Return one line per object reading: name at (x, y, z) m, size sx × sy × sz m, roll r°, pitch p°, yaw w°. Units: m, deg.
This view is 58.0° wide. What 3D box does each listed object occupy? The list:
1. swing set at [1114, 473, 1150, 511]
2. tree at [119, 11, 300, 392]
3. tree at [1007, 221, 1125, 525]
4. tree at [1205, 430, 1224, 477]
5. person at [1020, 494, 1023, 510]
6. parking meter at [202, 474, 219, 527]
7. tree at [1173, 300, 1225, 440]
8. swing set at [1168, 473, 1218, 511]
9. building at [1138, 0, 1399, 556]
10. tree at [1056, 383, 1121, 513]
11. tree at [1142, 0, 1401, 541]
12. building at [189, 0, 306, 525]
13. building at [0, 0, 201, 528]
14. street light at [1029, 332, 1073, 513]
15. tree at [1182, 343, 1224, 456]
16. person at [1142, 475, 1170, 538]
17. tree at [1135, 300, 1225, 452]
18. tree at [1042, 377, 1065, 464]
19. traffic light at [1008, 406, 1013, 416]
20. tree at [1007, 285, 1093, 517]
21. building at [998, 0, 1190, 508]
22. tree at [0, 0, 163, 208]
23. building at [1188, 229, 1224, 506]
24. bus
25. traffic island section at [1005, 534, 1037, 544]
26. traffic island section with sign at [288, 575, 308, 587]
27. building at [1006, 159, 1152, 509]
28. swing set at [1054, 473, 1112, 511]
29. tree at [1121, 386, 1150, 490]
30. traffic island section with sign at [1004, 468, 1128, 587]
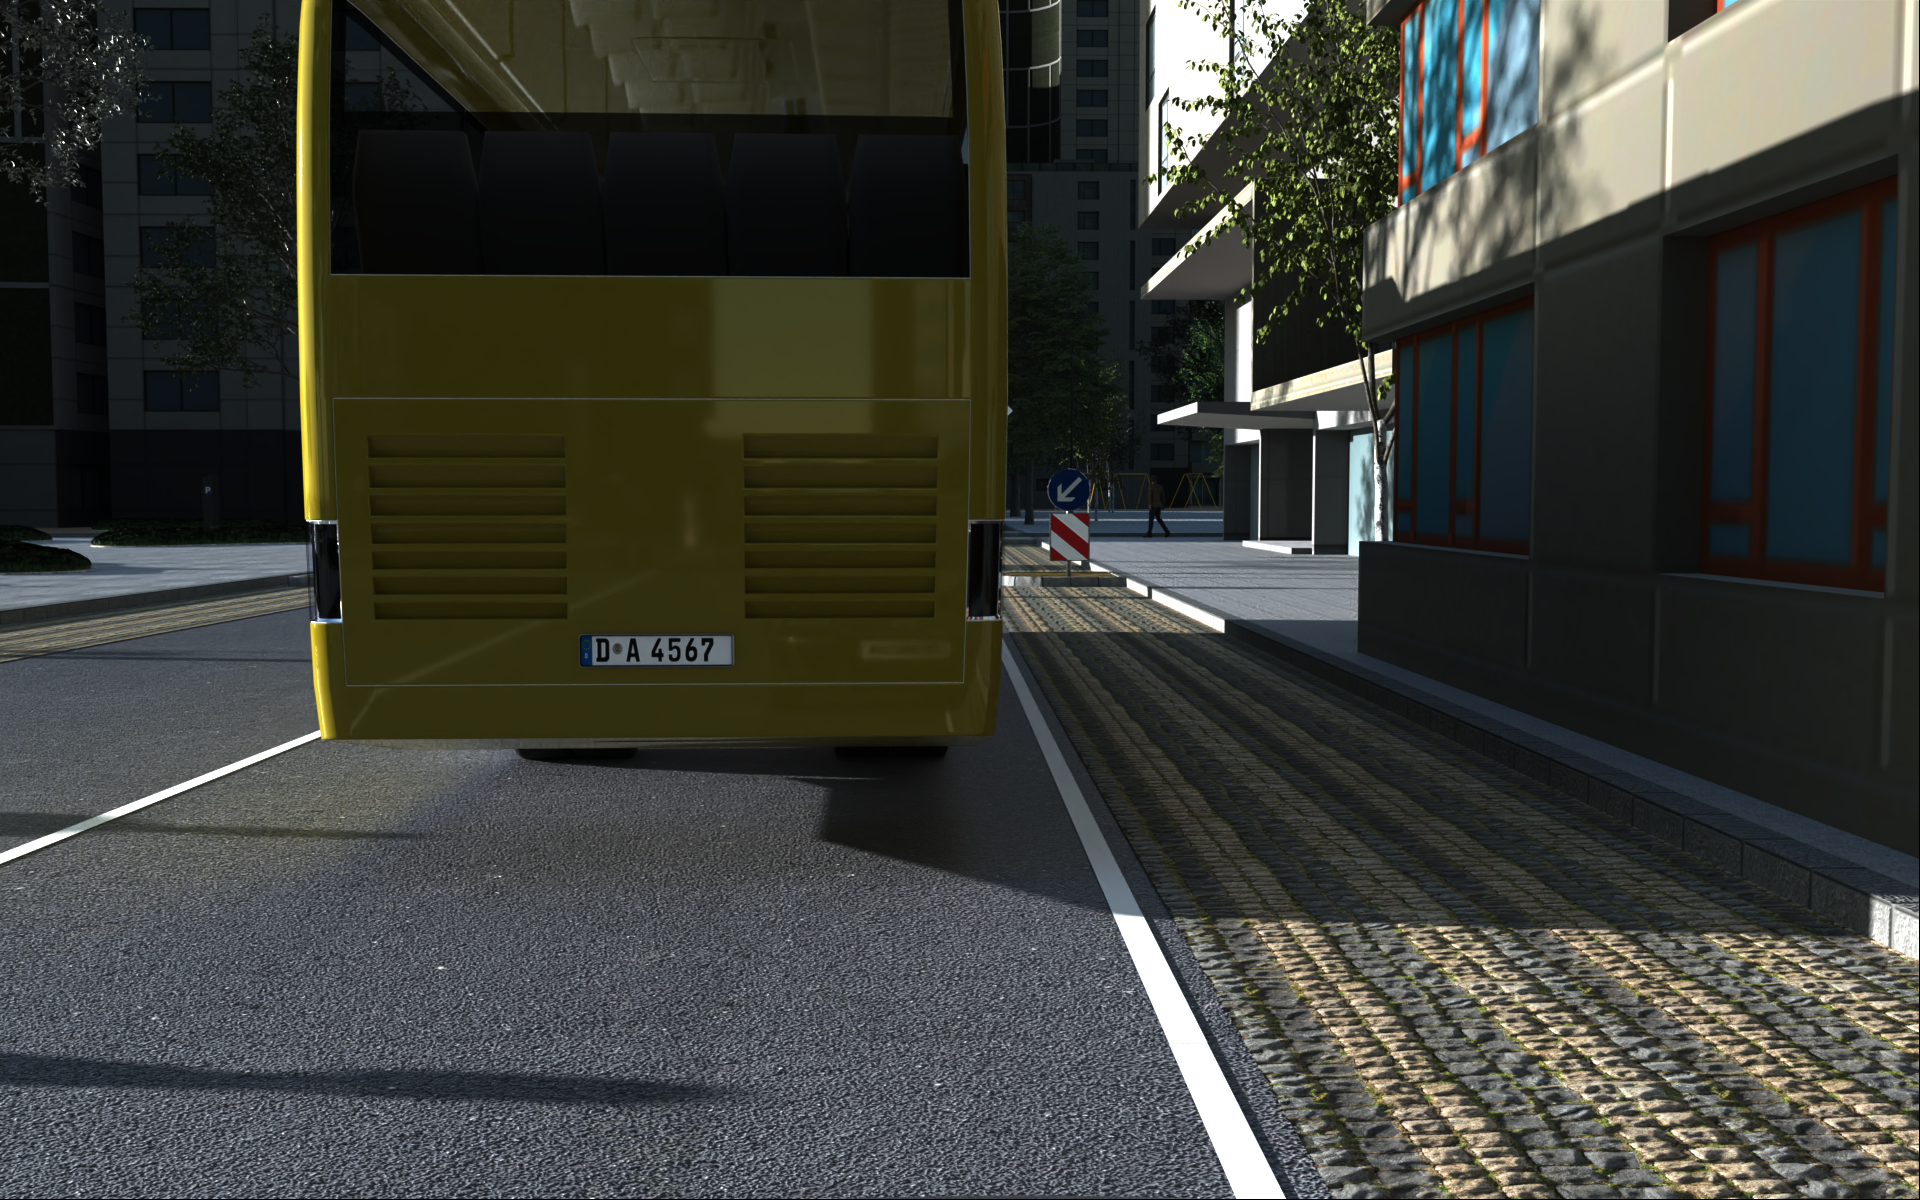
swing set at (13.174, -8.238, 132.311) m, size 3.119 × 2.851 × 2.862 m, roll -2°, pitch 4°, yaw -28°
tree at (-12.920, -6.123, 34.518) m, size 7.601 × 10.594 × 8.767 m, roll -2°, pitch 4°, yaw -26°
tree at (3.178, -9.427, 72.257) m, size 7.486 × 12.596 × 7.792 m, roll 0°, pitch 3°, yaw 0°
tree at (20.714, -12.570, 123.640) m, size 7.486 × 12.596 × 7.792 m, roll 0°, pitch 3°, yaw 0°
person at (4.786, -8.225, 140.485) m, size 0.705 × 1.831 × 1.348 m, roll 1°, pitch 4°, yaw 23°
parking meter at (-22.001, -2.760, 50.838) m, size 0.399 × 1.863 × 0.255 m, roll 1°, pitch 4°, yaw 11°
tree at (14.266, -9.739, 84.991) m, size 9.928 × 11.665 × 9.643 m, roll 0°, pitch 3°, yaw 0°
swing set at (17.635, -8.138, 130.679) m, size 2.862 × 2.851 × 3.119 m, roll -1°, pitch 4°, yaw -16°
building at (18.580, -27.230, 34.455) m, size 28.713 × 52.752 × 27.495 m, roll 0°, pitch 4°, yaw -1°
tree at (7.024, -9.695, 108.876) m, size 4.360 × 8.622 × 3.978 m, roll 0°, pitch 3°, yaw 0°
tree at (4.267, -4.136, 17.991) m, size 4.737 × 8.622 × 4.395 m, roll 0°, pitch 3°, yaw 0°
building at (-22.350, -38.903, 74.322) m, size 20.563 × 71.187 × 20.611 m, roll 0°, pitch 4°, yaw -1°
building at (-44.330, -38.345, 65.195) m, size 20.611 × 71.187 × 20.563 m, roll 0°, pitch 4°, yaw -1°
street light at (2.681, -4.734, 49.938) m, size 1.470 × 5.913 × 1.316 m, roll 0°, pitch 4°, yaw -1°
tree at (18.468, -11.928, 105.392) m, size 12.009 × 13.543 × 11.850 m, roll 0°, pitch 3°, yaw 0°
person at (5.808, -2.762, 51.107) m, size 0.836 × 1.842 × 0.656 m, roll 1°, pitch 4°, yaw 22°
tree at (10.431, -7.785, 61.695) m, size 8.767 × 10.594 × 7.601 m, roll 0°, pitch 4°, yaw 7°
tree at (6.529, -8.485, 89.088) m, size 4.737 × 8.622 × 4.395 m, roll 0°, pitch 3°, yaw 0°
traffic light at (1.123, -3.749, 50.214) m, size 0.839 × 4.253 × 0.868 m, roll 0°, pitch 4°, yaw -1°
tree at (3.061, -11.724, 98.338) m, size 9.857 × 13.997 × 8.962 m, roll 0°, pitch 3°, yaw 0°
building at (10.892, -44.743, 169.798) m, size 20.563 × 71.187 × 20.611 m, roll 0°, pitch 4°, yaw -1°
tree at (-12.234, -6.412, 15.200) m, size 12.009 × 13.543 × 11.850 m, roll 0°, pitch 3°, yaw 0°
building at (33.018, -35.387, 198.179) m, size 30.456 × 49.044 × 23.786 m, roll 0°, pitch 4°, yaw -1°
bus at (-1.357, -1.264, 12.215) m, size 2.896 × 3.916 × 12.252 m, roll 0°, pitch 4°, yaw -3°
traffic island section at (1.163, -1.715, 50.329) m, size 2.009 × 0.180 × 2.903 m, roll 0°, pitch 4°, yaw -1°
traffic island section with sign at (-9.368, -1.159, 27.580) m, size 1.989 × 1.847 × 2.006 m, roll 0°, pitch 4°, yaw -1°
building at (9.301, -23.363, 153.684) m, size 14.160 × 30.474 × 14.107 m, roll 0°, pitch 4°, yaw -1°
swing set at (9.045, -8.025, 128.824) m, size 3.119 × 2.851 × 2.862 m, roll 2°, pitch 4°, yaw 31°
tree at (10.508, -10.129, 115.971) m, size 4.360 × 8.622 × 3.978 m, roll 0°, pitch 3°, yaw 0°
traffic island section with sign at (1.565, -1.155, 27.506) m, size 1.989 × 1.847 × 2.006 m, roll 0°, pitch 4°, yaw -1°
